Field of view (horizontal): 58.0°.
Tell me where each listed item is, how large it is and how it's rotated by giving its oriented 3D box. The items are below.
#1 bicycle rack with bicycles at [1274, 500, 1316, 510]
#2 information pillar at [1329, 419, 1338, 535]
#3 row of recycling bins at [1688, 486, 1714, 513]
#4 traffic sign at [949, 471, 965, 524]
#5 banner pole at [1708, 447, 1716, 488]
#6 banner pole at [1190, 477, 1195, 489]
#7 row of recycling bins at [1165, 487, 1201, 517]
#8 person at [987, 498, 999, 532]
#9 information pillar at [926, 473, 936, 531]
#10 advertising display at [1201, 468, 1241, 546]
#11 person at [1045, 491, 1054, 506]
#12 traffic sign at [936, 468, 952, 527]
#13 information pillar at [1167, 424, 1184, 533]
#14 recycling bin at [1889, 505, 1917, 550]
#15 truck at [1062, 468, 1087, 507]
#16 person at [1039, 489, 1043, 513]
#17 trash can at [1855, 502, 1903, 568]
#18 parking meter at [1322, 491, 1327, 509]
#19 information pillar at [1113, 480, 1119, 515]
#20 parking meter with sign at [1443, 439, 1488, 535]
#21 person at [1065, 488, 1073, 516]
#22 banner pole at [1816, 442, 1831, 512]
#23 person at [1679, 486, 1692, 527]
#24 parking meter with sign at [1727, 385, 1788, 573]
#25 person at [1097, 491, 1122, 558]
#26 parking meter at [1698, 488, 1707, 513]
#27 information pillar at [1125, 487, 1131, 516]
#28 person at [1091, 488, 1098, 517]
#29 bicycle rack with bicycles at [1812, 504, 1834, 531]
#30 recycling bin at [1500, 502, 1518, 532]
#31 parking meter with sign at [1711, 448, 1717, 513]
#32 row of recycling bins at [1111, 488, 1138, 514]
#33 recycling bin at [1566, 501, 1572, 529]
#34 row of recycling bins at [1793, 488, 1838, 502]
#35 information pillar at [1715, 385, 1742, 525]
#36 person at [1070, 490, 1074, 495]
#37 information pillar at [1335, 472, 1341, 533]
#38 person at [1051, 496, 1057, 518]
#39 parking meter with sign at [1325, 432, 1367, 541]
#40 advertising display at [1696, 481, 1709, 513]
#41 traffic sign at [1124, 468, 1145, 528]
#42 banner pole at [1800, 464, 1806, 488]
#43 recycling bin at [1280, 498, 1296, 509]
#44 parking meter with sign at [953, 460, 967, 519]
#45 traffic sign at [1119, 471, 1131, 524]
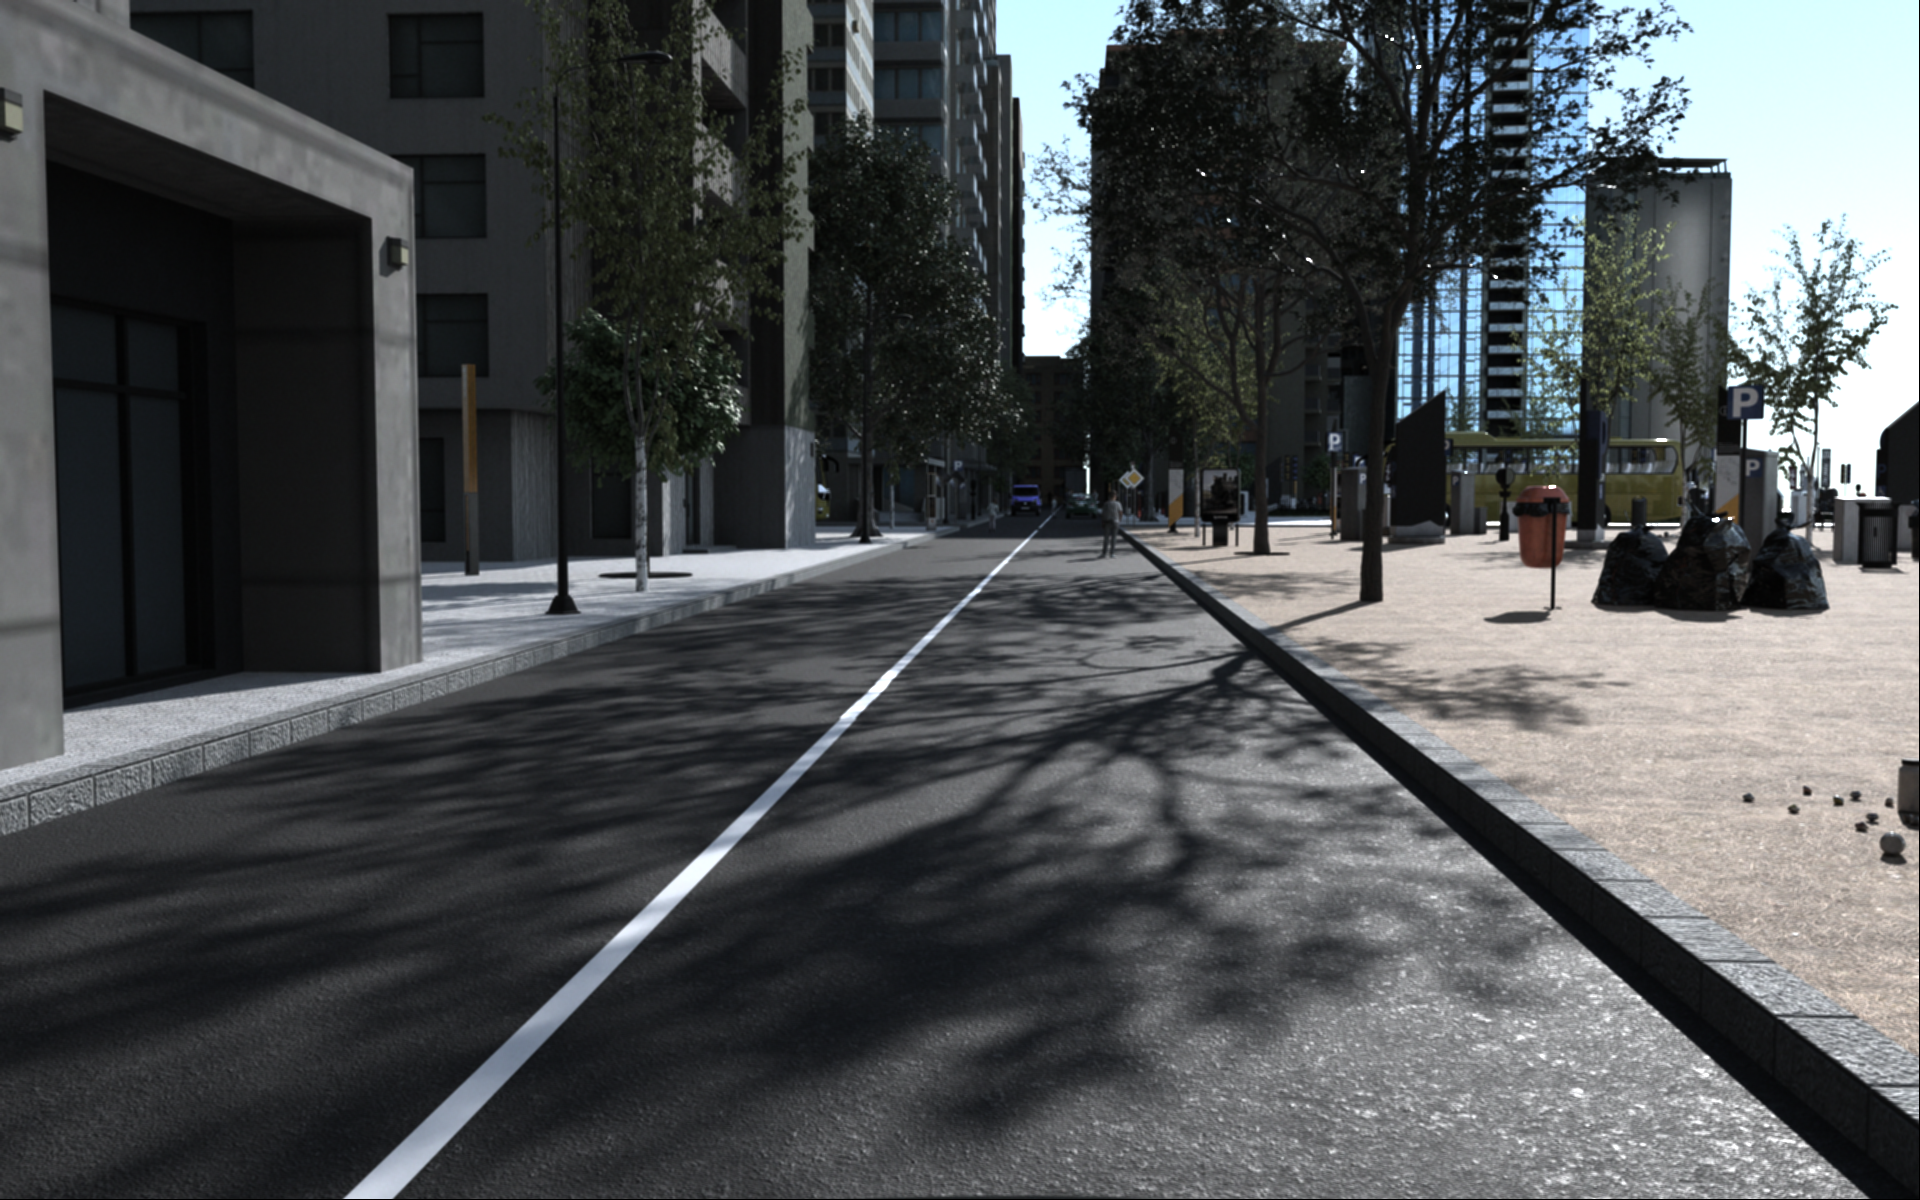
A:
[{"bbox_3d":[19.828,-5.516,103.575,2.852,0.926,2.925,3,5,45],"label":"bicycle rack with bicycles"},{"bbox_3d":[11.645,-3.829,53.964,0.183,3.616,0.504,0,4,1],"label":"information pillar"},{"bbox_3d":[38.110,-4.950,88.041,1.069,1.692,3.534,0,4,-4],"label":"row of recycling bins"},{"bbox_3d":[-0.179,-4.356,74.862,0.795,2.450,0.064,0,4,4],"label":"traffic sign"},{"bbox_3d":[35.715,-5.618,81.863,0.863,3.779,0.401,-1,4,-22],"label":"banner pole"},{"bbox_3d":[19.287,-9.411,143.883,0.401,3.779,0.863,-2,4,-34],"label":"banner pole"},{"bbox_3d":[13.055,-5.408,95.540,3.534,1.692,1.069,-1,4,-12],"label":"row of recycling bins"},{"bbox_3d":[1.214,-3.186,64.865,0.425,1.301,0.394,-1,4,-15],"label":"person"},{"bbox_3d":[-1.009,-3.435,60.649,0.304,2.012,0.304,-1,4,-16],"label":"information pillar"},{"bbox_3d":[6.439,-2.298,42.792,0.974,1.923,0.123,2,4,27],"label":"advertising display"},{"bbox_3d":[11.083,-12.570,214.152,1.348,1.807,0.705,-1,4,-9],"label":"person"},{"bbox_3d":[-0.702,-3.869,66.894,0.795,2.450,0.064,0,4,4],"label":"traffic sign"},{"bbox_3d":[7.183,-4.058,57.696,0.504,3.616,0.183,1,4,11],"label":"information pillar"},{"bbox_3d":[21.718,-1.669,39.835,0.722,1.027,0.722,3,5,41],"label":"recycling bin"},{"bbox_3d":[12.871,-12.539,193.926,2.839,4.237,11.283,0,4,3],"label":"truck"},{"bbox_3d":[6.069,-7.523,131.597,0.616,1.811,0.778,-1,4,-15],"label":"person"},{"bbox_3d":[15.971,-1.130,30.134,0.748,1.137,0.748,0,3,0],"label":"trash can"},{"bbox_3d":[27.680,-7.537,131.641,0.372,1.533,0.369,0,3,0],"label":"parking meter"},{"bbox_3d":[8.119,-5.225,89.916,0.304,2.012,0.304,0,4,8],"label":"information pillar"},{"bbox_3d":[16.035,-3.600,55.122,1.738,3.016,0.543,-2,4,-30],"label":"parking meter with sign"},{"bbox_3d":[7.184,-6.435,113.895,0.473,1.802,0.592,-1,4,-11],"label":"person"},{"bbox_3d":[41.698,-5.733,83.757,0.863,3.779,0.401,0,4,-2],"label":"banner pole"},{"bbox_3d":[29.445,-3.742,70.228,0.362,1.759,0.519,-2,4,-28],"label":"person"},{"bbox_3d":[13.151,-1.969,28.454,0.543,3.016,1.738,3,5,42],"label":"parking meter with sign"},{"bbox_3d":[3.372,-1.705,38.980,0.503,1.515,0.523,-2,4,-24],"label":"person"},{"bbox_3d":[33.578,-4.276,78.331,0.372,1.533,0.369,0,3,0],"label":"parking meter"},{"bbox_3d":[9.818,-5.912,101.146,0.304,2.012,0.304,-1,4,-11],"label":"information pillar"},{"bbox_3d":[8.284,-6.031,107.283,0.511,1.800,0.466,2,4,27],"label":"person"},{"bbox_3d":[30.929,-2.853,60.036,2.852,0.926,2.925,1,4,17],"label":"bicycle rack with bicycles"},{"bbox_3d":[18.718,-2.816,58.595,0.722,1.027,0.722,0,4,2],"label":"recycling bin"},{"bbox_3d":[28.367,-4.186,64.706,0.543,3.016,1.738,1,4,21],"label":"parking meter with sign"},{"bbox_3d":[10.790,-6.315,110.369,1.069,1.692,3.534,3,5,42],"label":"row of recycling bins"},{"bbox_3d":[21.746,-3.086,63.008,0.722,1.027,0.722,-1,4,-10],"label":"recycling bin"},{"bbox_3d":[54.335,-6.301,110.138,1.069,1.692,3.534,-1,4,-16],"label":"row of recycling bins"},{"bbox_3d":[16.411,-2.793,37.028,0.504,3.616,0.183,2,4,26],"label":"information pillar"},{"bbox_3d":[9.455,-8.384,145.823,0.600,1.795,0.529,-1,4,-10],"label":"person"},{"bbox_3d":[12.699,-3.258,57.756,0.304,2.012,0.304,1,4,18],"label":"information pillar"},{"bbox_3d":[5.502,-5.449,101.869,0.394,1.301,0.425,2,4,28],"label":"person"},{"bbox_3d":[10.963,-3.176,48.185,0.543,3.016,1.738,-2,4,-31],"label":"parking meter with sign"},{"bbox_3d":[35.816,-4.790,83.524,0.974,1.923,0.123,-3,4,-37],"label":"advertising display"},{"bbox_3d":[6.676,-3.838,66.392,0.795,2.450,0.064,0,4,4],"label":"traffic sign"},{"bbox_3d":[61.629,-8.341,126.388,0.863,3.779,0.401,-1,4,-12],"label":"banner pole"},{"bbox_3d":[20.608,-5.888,108.821,0.722,1.027,0.722,-3,5,-44],"label":"recycling bin"},{"bbox_3d":[0.041,-5.662,88.827,0.543,3.016,1.738,-1,4,-10],"label":"parking meter with sign"},{"bbox_3d":[7.198,-4.325,74.360,0.795,2.450,0.064,0,4,4],"label":"traffic sign"}]
